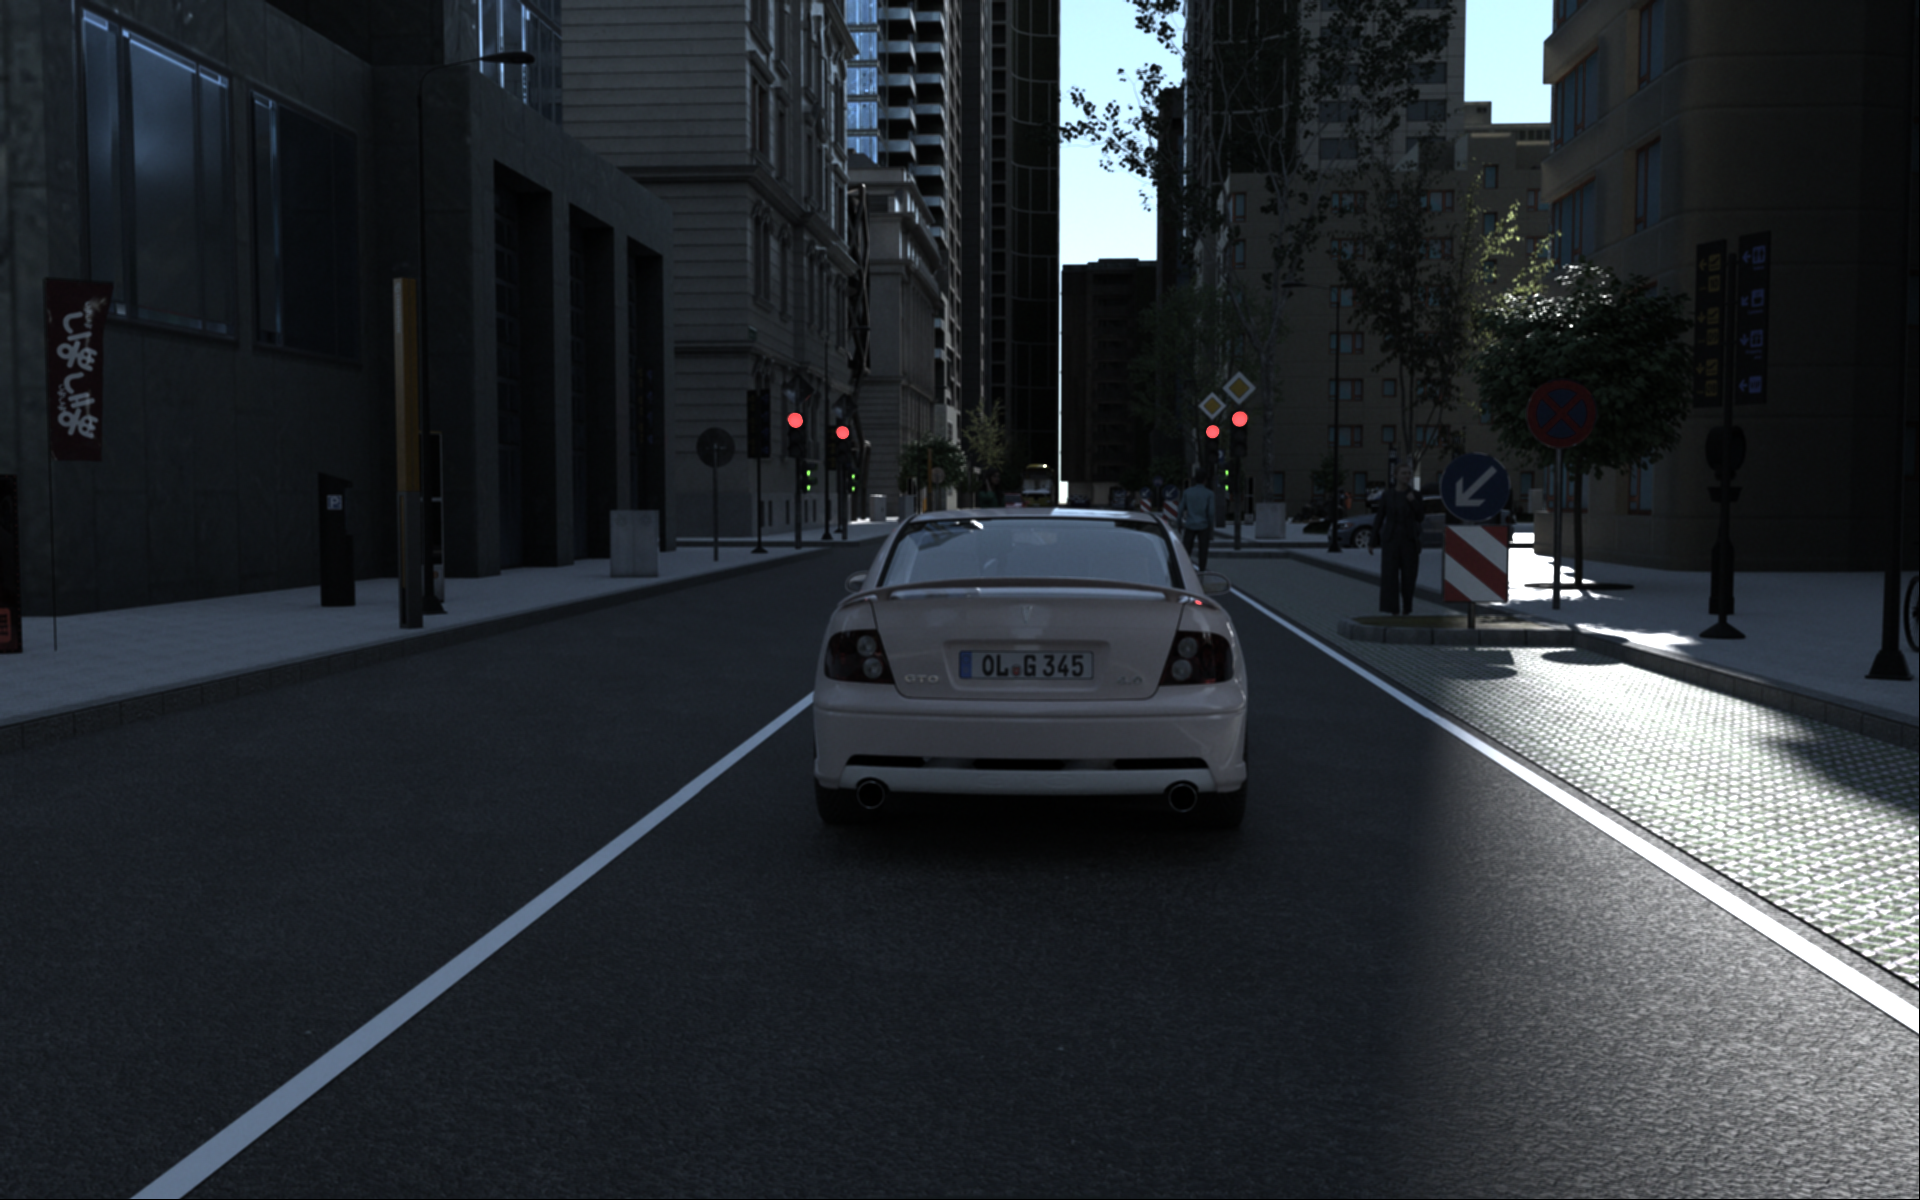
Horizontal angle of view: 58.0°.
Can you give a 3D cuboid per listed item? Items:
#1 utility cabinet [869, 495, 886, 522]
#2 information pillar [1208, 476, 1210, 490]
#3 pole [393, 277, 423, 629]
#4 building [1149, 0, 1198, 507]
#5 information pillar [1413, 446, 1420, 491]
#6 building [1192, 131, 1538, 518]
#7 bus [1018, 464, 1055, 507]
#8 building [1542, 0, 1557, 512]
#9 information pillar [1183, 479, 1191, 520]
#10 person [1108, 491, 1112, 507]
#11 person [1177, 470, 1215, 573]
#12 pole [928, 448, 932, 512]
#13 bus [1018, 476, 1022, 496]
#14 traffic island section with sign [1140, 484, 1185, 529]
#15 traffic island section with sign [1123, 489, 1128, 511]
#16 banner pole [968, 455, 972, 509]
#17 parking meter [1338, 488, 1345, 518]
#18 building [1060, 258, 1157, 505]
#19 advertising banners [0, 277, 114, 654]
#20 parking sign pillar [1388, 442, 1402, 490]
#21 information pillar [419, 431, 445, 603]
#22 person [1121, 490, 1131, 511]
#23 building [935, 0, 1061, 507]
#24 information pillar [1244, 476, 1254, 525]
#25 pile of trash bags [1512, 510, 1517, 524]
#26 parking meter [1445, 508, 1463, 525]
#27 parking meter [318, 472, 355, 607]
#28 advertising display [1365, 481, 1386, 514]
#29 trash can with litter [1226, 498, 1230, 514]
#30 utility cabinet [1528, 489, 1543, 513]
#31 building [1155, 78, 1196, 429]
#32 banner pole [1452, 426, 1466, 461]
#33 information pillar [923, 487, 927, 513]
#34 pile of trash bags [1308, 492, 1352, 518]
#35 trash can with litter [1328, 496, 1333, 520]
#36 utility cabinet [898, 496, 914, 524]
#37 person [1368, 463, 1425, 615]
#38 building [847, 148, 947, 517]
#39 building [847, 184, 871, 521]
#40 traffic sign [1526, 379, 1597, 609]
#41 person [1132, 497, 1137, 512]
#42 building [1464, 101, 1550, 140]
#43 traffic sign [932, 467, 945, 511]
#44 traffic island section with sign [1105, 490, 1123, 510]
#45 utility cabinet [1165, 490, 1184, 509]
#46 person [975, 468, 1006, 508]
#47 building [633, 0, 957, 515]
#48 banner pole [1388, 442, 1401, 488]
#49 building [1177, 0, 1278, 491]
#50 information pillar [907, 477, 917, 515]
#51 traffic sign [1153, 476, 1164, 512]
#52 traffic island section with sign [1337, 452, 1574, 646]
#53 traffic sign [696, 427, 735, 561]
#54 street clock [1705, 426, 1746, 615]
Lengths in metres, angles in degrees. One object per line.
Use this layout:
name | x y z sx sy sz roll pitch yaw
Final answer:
utility cabinet | -3.834 -4.270 80.971 0.306 1.237 1.020 2 4 30
information pillar | 10.419 -4.152 72.385 0.304 2.012 0.304 2 4 34
pole | -5.252 -1.384 16.476 0.158 3.312 0.155 0 3 0
building | 29.930 -52.029 163.350 22.319 86.520 31.000 0 4 4
information pillar | 22.201 -5.681 84.236 0.504 3.616 0.183 -3 4 -39
building | 29.273 -16.024 107.030 27.650 21.520 28.899 0 4 4
bus | 6.681 -9.525 147.285 2.896 3.916 12.252 0 4 4
building | 35.552 -26.798 57.751 30.456 49.044 23.786 0 4 4
information pillar | 11.196 -4.951 85.435 0.304 2.012 0.304 1 4 17
person | 15.582 -10.475 180.450 0.721 1.739 1.217 0 4 -6
person | 3.824 -1.203 28.192 0.660 1.820 0.620 1 4 21
pole | -1.336 -5.074 76.802 0.158 3.312 0.155 0 3 0
bus | 7.417 -10.700 166.496 2.896 3.916 12.252 0 4 5
traffic island section with sign | 8.618 -3.887 72.183 1.989 1.847 2.006 0 4 4
traffic island section with sign | 10.497 -5.542 99.240 1.989 1.847 2.006 0 4 4
banner pole | 0.633 -7.381 110.699 0.401 3.779 0.863 -1 4 -15
parking meter | 15.968 -3.933 72.722 0.372 1.533 0.369 0 3 0
building | 19.447 -27.122 215.139 14.107 30.474 14.160 0 4 4
advertising banners | -7.793 -1.074 13.740 2.074 3.025 0.090 -3 4 -38
parking sign pillar | 22.792 -6.253 90.703 1.447 3.967 1.447 2 4 26
information pillar | -6.269 -0.966 20.287 0.304 2.012 0.304 2 4 25
person | 12.586 -7.459 131.251 0.742 1.727 0.445 -1 4 -15
building | 2.162 -47.661 217.511 20.611 71.187 20.563 0 4 4
information pillar | 11.935 -4.095 71.448 0.304 2.012 0.304 -1 4 -12
pile of trash bags | 21.925 -3.937 74.124 3.447 1.369 1.912 0 4 -4
parking meter | 11.499 -2.111 40.221 0.399 1.863 0.255 2 4 34
parking meter | -7.137 -0.699 19.833 0.372 1.533 0.369 0 3 0
advertising display | 20.755 -4.974 86.539 0.974 1.923 0.123 1 4 20
trash can with litter | 13.590 -4.711 88.408 1.055 1.170 0.624 -3 5 -42
utility cabinet | 26.616 -4.319 79.289 1.173 1.500 0.318 -1 4 -15
building | 28.472 -32.857 187.319 14.600 45.320 14.200 0 4 4
banner pole | 18.316 -4.500 63.590 0.863 3.779 0.401 -2 4 -33
information pillar | -1.933 -6.593 99.155 0.504 3.616 0.183 3 5 40
pile of trash bags | 19.791 -5.032 92.029 1.912 1.369 3.447 3 5 44
trash can with litter | 13.448 -3.133 62.280 1.678 1.210 2.233 0 4 6
utility cabinet | -2.204 -3.664 71.062 0.306 1.237 1.020 1 4 21
person | 4.793 -0.614 18.964 0.576 1.772 0.534 0 4 -6
building | -8.384 -16.287 108.098 13.314 21.916 24.055 0 4 4
building | -12.877 -13.150 82.462 16.820 18.784 16.811 0 4 4
traffic sign | 6.645 -1.169 19.223 0.768 2.556 0.104 0 4 4
person | 11.548 -6.216 114.822 0.352 1.250 0.332 1 4 15
building | 50.443 -29.703 177.530 23.993 40.220 32.217 0 4 4
traffic sign | -1.082 -5.004 81.924 0.768 2.556 0.104 1 4 12
traffic island section with sign | 15.790 -10.245 176.138 1.989 1.847 2.006 0 4 4
utility cabinet | 13.263 -6.012 106.975 1.173 1.500 0.318 -2 4 -25
person | 0.445 -0.935 24.037 0.529 1.795 0.600 3 5 43
building | -11.027 -50.465 137.778 22.319 86.520 31.000 0 4 4
banner pole | 20.875 -5.693 83.095 0.401 3.779 0.863 -3 5 -40
building | 27.680 -42.807 138.154 20.563 71.187 20.611 0 4 4
information pillar | -2.111 -4.387 76.220 0.304 2.012 0.304 3 4 39
traffic sign | 13.908 -7.432 121.626 0.768 2.556 0.104 1 4 10
traffic island section with sign | 4.835 -0.526 17.227 1.989 1.847 2.006 0 4 4
traffic sign | -4.669 -2.016 33.069 0.768 2.556 0.104 1 4 10
street clock | 8.129 -0.848 18.428 0.471 2.002 0.358 -3 5 -41
